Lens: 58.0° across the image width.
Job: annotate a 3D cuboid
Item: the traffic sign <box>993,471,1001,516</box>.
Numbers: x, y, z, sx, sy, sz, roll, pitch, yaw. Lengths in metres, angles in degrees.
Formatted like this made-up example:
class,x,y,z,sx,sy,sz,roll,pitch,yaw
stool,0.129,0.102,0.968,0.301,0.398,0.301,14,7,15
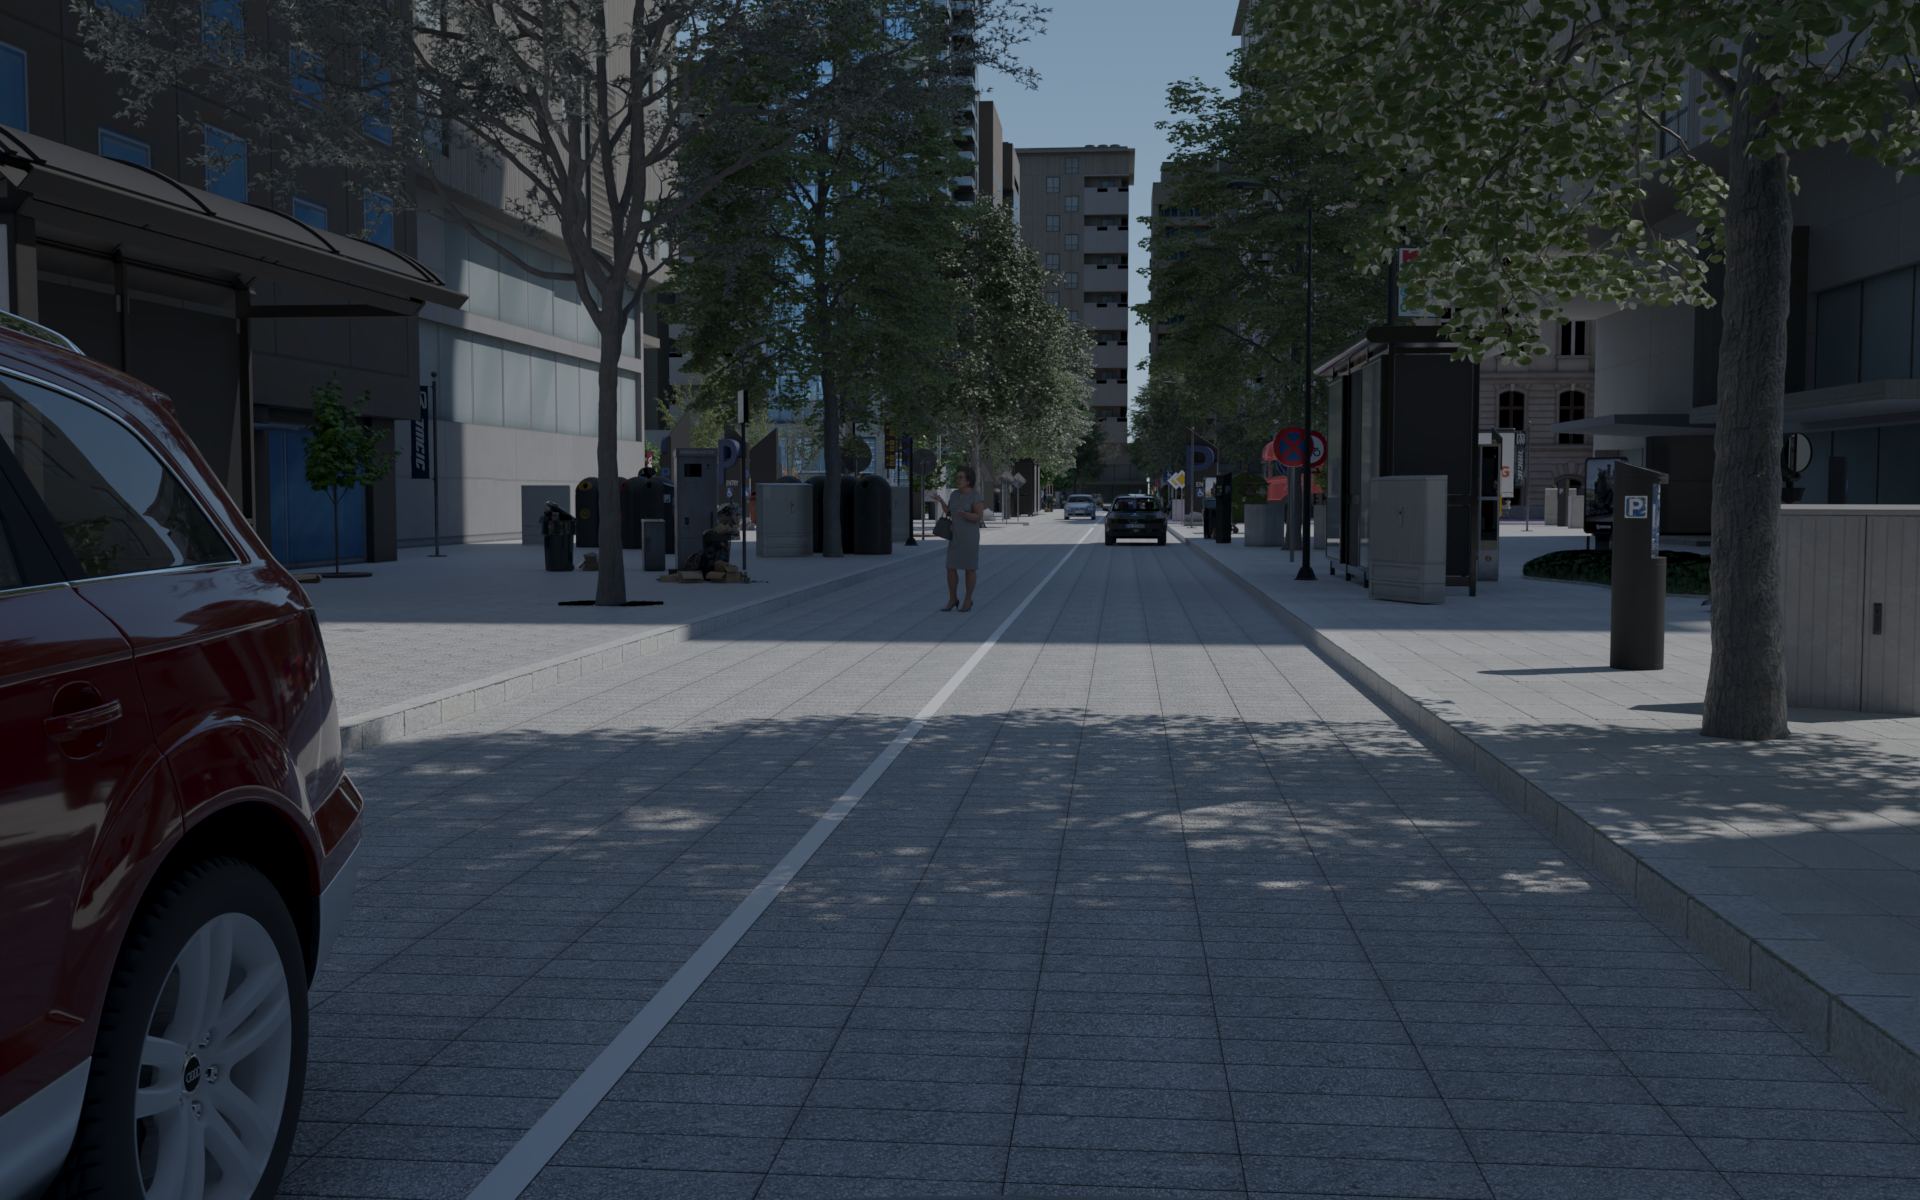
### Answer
class,x,y,z,sx,sy,sz,roll,pitch,yaw
traffic sign,1.900,-6.056,99.017,0.884,2.594,0.081,1,4,10

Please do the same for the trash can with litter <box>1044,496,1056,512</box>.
class,x,y,z,sx,sy,sz,roll,pitch,yaw
trash can with litter,6.283,-6.736,121.525,0.624,1.170,1.055,1,4,20

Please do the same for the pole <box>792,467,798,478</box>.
class,x,y,z,sx,sy,sz,roll,pitch,yaw
pole,-12.646,-8.437,131.792,0.158,3.312,0.155,0,3,0

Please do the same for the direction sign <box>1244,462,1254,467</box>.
class,x,y,z,sx,sy,sz,roll,pitch,yaw
direction sign,20.442,-7.998,122.772,0.379,3.537,0.876,-3,5,-40

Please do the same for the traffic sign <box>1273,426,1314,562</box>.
class,x,y,z,sx,sy,sz,roll,pitch,yaw
traffic sign,6.257,-1.985,32.566,0.768,2.556,0.104,1,4,9

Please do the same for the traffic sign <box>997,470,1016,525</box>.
class,x,y,z,sx,sy,sz,roll,pitch,yaw
traffic sign,1.941,-4.190,72.142,0.795,2.450,0.064,0,4,5

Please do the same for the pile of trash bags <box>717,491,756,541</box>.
class,x,y,z,sx,sy,sz,roll,pitch,yaw
pile of trash bags,-6.539,-2.305,47.441,3.447,1.369,1.912,2,4,35

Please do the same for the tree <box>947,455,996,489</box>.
class,x,y,z,sx,sy,sz,roll,pitch,yaw
tree,0.466,-7.308,103.205,4.285,4.588,4.351,0,3,0

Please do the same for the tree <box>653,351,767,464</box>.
class,x,y,z,sx,sy,sz,roll,pitch,yaw
tree,-12.865,-8.336,86.659,4.737,8.622,4.395,0,3,0

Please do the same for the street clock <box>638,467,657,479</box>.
class,x,y,z,sx,sy,sz,roll,pitch,yaw
street clock,-8.328,-2.546,46.205,0.471,2.002,0.358,-2,4,-29

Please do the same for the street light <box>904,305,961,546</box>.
class,x,y,z,sx,sy,sz,roll,pitch,yaw
street light,-0.675,-4.298,42.815,1.470,5.913,1.316,0,4,5

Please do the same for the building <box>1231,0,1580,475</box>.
class,x,y,z,sx,sy,sz,roll,pitch,yaw
building,41.711,-35.500,169.656,28.713,52.752,27.495,0,4,5

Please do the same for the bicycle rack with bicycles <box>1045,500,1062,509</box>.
class,x,y,z,sx,sy,sz,roll,pitch,yaw
bicycle rack with bicycles,7.341,-8.250,148.272,2.925,0.926,2.852,0,4,1

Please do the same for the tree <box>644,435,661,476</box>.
class,x,y,z,sx,sy,sz,roll,pitch,yaw
tree,-17.458,-6.858,95.846,4.285,4.588,4.351,0,3,0

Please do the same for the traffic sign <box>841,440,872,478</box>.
class,x,y,z,sx,sy,sz,roll,pitch,yaw
traffic sign,-2.443,-2.485,40.734,0.768,2.556,0.104,1,4,14

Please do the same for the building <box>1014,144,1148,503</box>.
class,x,y,z,sx,sy,sz,roll,pitch,yaw
building,14.475,-41.047,260.360,27.495,52.752,28.713,0,4,5

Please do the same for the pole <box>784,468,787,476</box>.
class,x,y,z,sx,sy,sz,roll,pitch,yaw
pole,-13.594,-8.641,135.125,0.158,3.312,0.155,0,3,0

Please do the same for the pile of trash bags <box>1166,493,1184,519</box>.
class,x,y,z,sx,sy,sz,roll,pitch,yaw
pile of trash bags,11.628,-4.892,89.743,1.912,1.369,3.447,0,4,3

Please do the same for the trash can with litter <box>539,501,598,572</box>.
class,x,y,z,sx,sy,sz,roll,pitch,yaw
trash can with litter,-6.456,-1.070,28.888,1.055,1.170,0.624,-1,4,-23

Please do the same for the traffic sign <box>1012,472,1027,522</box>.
class,x,y,z,sx,sy,sz,roll,pitch,yaw
traffic sign,2.690,-4.676,80.092,0.795,2.450,0.064,0,4,5

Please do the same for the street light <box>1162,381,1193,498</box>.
class,x,y,z,sx,sy,sz,roll,pitch,yaw
street light,9.023,-6.047,71.407,1.470,5.913,1.316,0,4,5

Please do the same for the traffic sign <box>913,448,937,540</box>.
class,x,y,z,sx,sy,sz,roll,pitch,yaw
traffic sign,-1.026,-2.941,48.190,0.768,2.556,0.104,0,4,6

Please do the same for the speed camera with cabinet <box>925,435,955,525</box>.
class,x,y,z,sx,sy,sz,roll,pitch,yaw
speed camera with cabinet,-0.561,-3.746,55.579,0.660,3.252,2.038,2,4,24

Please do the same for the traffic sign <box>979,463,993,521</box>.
class,x,y,z,sx,sy,sz,roll,pitch,yaw
traffic sign,0.955,-4.433,72.484,0.884,2.594,0.081,1,4,13

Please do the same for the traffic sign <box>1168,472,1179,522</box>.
class,x,y,z,sx,sy,sz,roll,pitch,yaw
traffic sign,9.900,-4.633,79.394,0.795,2.450,0.064,0,4,5

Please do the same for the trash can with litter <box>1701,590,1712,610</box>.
class,x,y,z,sx,sy,sz,roll,pitch,yaw
trash can with litter,8.496,-0.436,18.516,1.055,1.170,0.624,3,5,43

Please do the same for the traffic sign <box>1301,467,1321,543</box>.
class,x,y,z,sx,sy,sz,roll,pitch,yaw
traffic sign,9.037,-2.784,45.518,0.884,2.594,0.081,1,4,13

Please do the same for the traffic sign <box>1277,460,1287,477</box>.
class,x,y,z,sx,sy,sz,roll,pitch,yaw
traffic sign,9.775,-3.137,51.398,0.768,2.556,0.104,0,4,6

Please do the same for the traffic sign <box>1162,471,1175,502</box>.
class,x,y,z,sx,sy,sz,roll,pitch,yaw
traffic sign,11.407,-5.767,94.395,0.768,2.556,0.104,1,4,12

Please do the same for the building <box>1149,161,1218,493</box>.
class,x,y,z,sx,sy,sz,roll,pitch,yaw
building,38.523,-38.553,254.046,21.600,48.544,21.300,0,4,5

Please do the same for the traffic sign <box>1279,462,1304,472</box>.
class,x,y,z,sx,sy,sz,roll,pitch,yaw
traffic sign,8.584,-2.718,44.542,0.768,2.556,0.104,1,4,14

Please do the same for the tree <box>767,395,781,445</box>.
class,x,y,z,sx,sy,sz,roll,pitch,yaw
tree,-14.181,-10.424,120.798,4.737,8.622,4.395,0,3,0

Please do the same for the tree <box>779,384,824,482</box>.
class,x,y,z,sx,sy,sz,roll,pitch,yaw
tree,-10.396,-10.155,116.402,4.360,8.622,3.978,0,3,0

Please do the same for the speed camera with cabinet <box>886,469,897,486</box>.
class,x,y,z,sx,sy,sz,roll,pitch,yaw
speed camera with cabinet,-4.370,-6.761,104.878,0.660,3.252,2.038,0,4,1

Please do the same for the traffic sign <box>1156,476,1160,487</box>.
class,x,y,z,sx,sy,sz,roll,pitch,yaw
traffic sign,14.225,-7.491,122.576,0.768,2.556,0.104,1,4,14

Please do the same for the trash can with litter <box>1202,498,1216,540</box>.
class,x,y,z,sx,sy,sz,roll,pitch,yaw
trash can with litter,7.275,-2.311,49.175,0.624,1.170,1.055,-1,4,-14

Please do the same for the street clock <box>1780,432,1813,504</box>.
class,x,y,z,sx,sy,sz,roll,pitch,yaw
street clock,9.808,-0.974,20.499,0.471,2.002,0.358,-1,4,-22

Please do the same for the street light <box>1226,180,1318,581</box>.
class,x,y,z,sx,sy,sz,roll,pitch,yaw
street light,4.630,-3.255,25.756,1.470,5.913,1.316,0,4,5

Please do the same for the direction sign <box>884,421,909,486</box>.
class,x,y,z,sx,sy,sz,roll,pitch,yaw
direction sign,-1.911,-3.788,53.929,0.876,3.537,0.379,-1,4,-9

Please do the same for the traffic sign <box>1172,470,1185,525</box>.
class,x,y,z,sx,sy,sz,roll,pitch,yaw
traffic sign,9.151,-4.147,71.444,0.795,2.450,0.064,0,4,5

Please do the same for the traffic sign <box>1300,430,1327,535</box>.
class,x,y,z,sx,sy,sz,roll,pitch,yaw
traffic sign,6.967,-2.108,34.576,0.768,2.556,0.104,1,4,8

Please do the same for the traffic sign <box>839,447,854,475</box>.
class,x,y,z,sx,sy,sz,roll,pitch,yaw
traffic sign,-2.978,-2.777,45.505,0.768,2.556,0.104,1,4,11

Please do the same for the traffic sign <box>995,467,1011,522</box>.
class,x,y,z,sx,sy,sz,roll,pitch,yaw
traffic sign,1.999,-4.930,80.716,0.768,2.556,0.104,1,4,12
